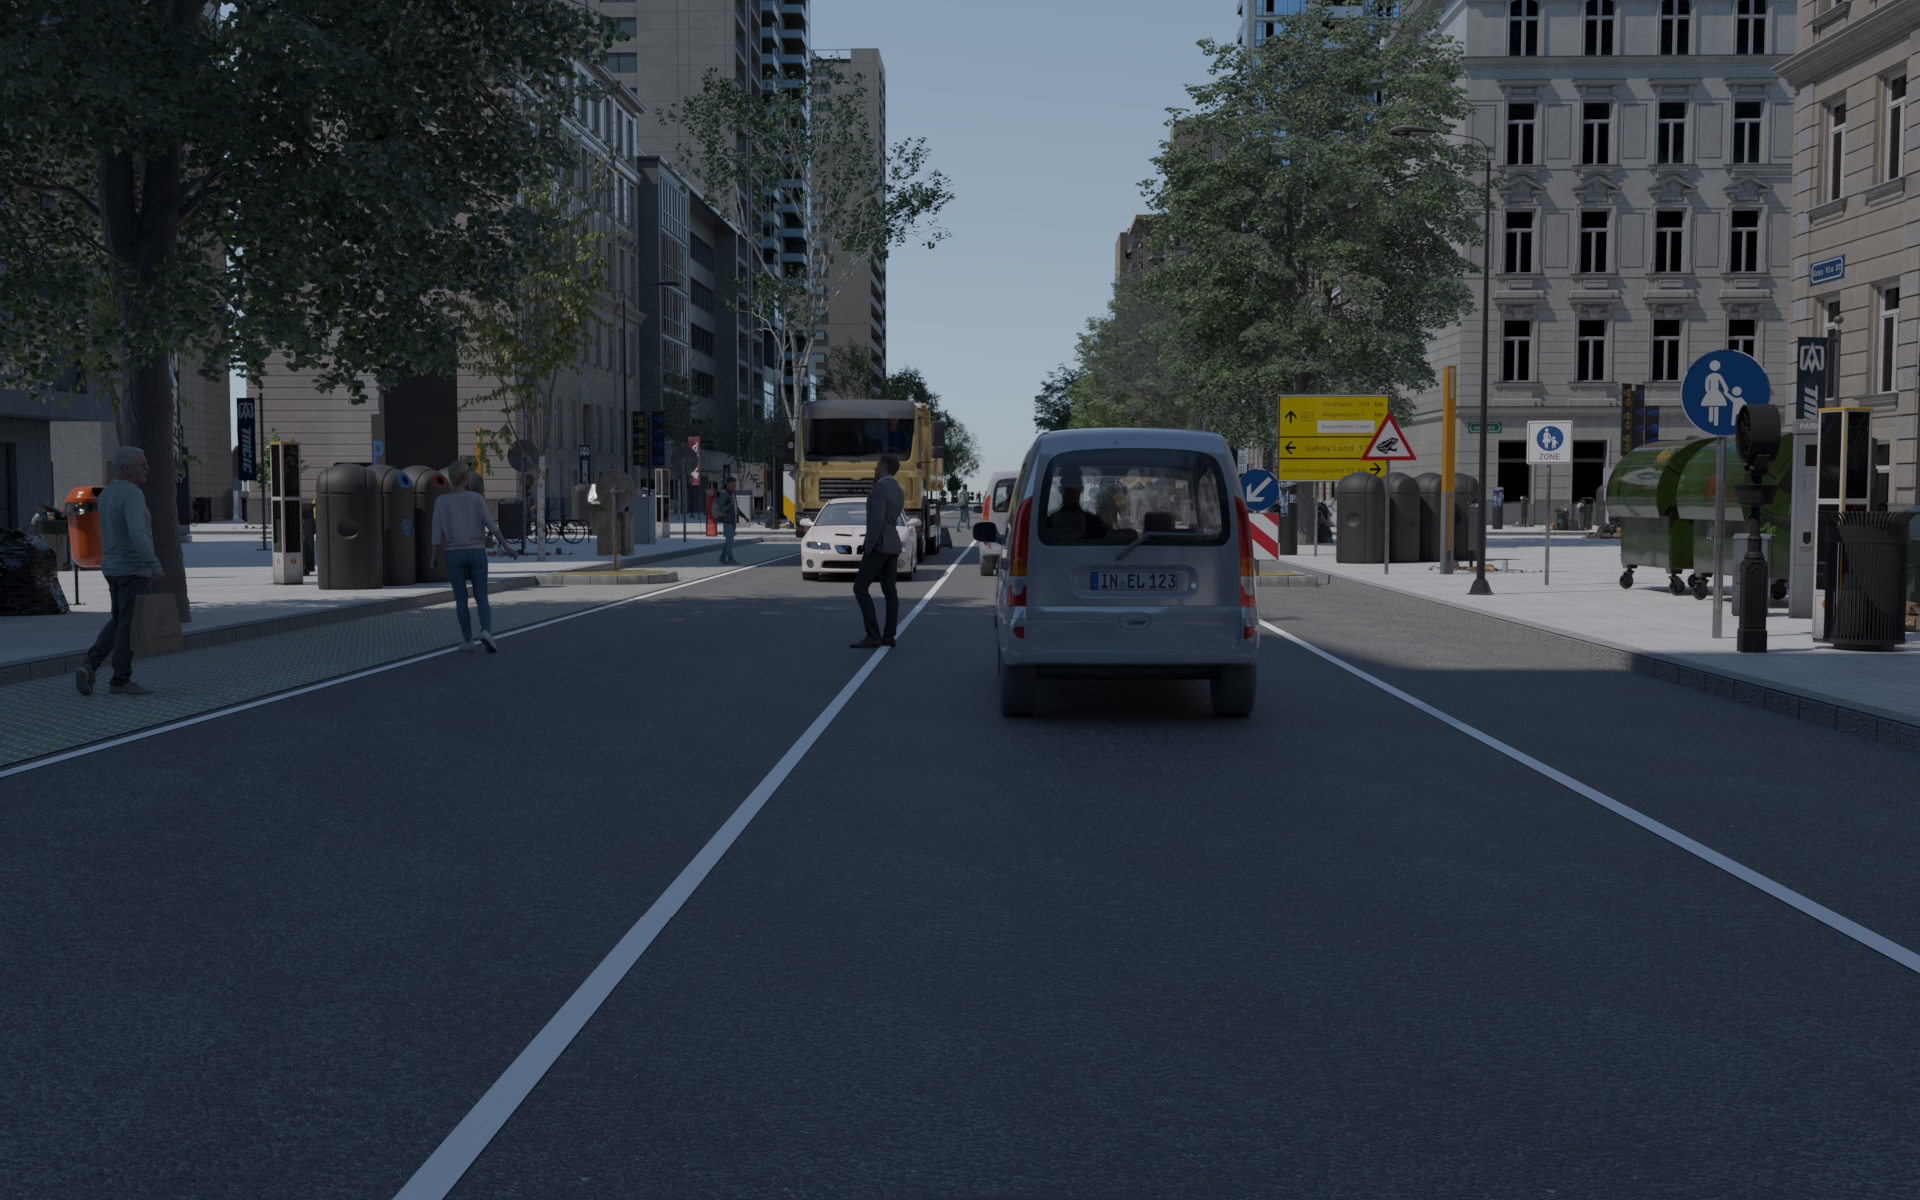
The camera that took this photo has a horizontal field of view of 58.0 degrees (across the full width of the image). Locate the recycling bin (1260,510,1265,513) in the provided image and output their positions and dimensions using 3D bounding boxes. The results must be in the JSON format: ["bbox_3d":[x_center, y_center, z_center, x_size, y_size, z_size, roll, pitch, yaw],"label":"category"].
[{"bbox_3d":[14.270,-4.145,80.325,0.722,1.027,0.722,2,4,26],"label":"recycling bin"}]

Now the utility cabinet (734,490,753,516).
[{"bbox_3d":[-11.172,-4.869,88.288,1.173,1.500,0.318,-1,4,-14],"label":"utility cabinet"}]

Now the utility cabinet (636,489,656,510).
[{"bbox_3d":[-14.764,-4.493,82.132,1.173,1.500,0.318,-1,4,-10],"label":"utility cabinet"}]

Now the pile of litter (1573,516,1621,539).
[{"bbox_3d":[18.780,-2.188,49.744,1.176,0.858,1.719,-2,4,-33],"label":"pile of litter"}]

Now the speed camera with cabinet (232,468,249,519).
[{"bbox_3d":[-37.846,-5.906,90.905,0.660,3.252,2.038,-3,4,-36],"label":"speed camera with cabinet"}]

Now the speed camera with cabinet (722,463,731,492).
[{"bbox_3d":[-14.374,-7.055,109.686,0.660,3.252,2.038,1,4,21],"label":"speed camera with cabinet"}]

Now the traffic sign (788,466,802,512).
[{"bbox_3d":[-4.839,-3.001,52.714,0.795,2.450,0.064,0,4,2],"label":"traffic sign"}]

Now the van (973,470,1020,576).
[{"bbox_3d":[1.218,-1.507,31.648,2.013,2.044,4.112,0,4,2],"label":"van"}]

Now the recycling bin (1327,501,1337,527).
[{"bbox_3d":[14.752,-3.351,67.346,0.722,1.027,0.722,-2,4,-26],"label":"recycling bin"}]

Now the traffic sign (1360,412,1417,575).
[{"bbox_3d":[6.797,-1.684,27.539,0.884,2.594,0.081,0,4,3],"label":"traffic sign"}]

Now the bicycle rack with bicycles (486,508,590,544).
[{"bbox_3d":[-10.917,-1.948,45.240,2.925,0.926,2.852,2,4,27],"label":"bicycle rack with bicycles"}]

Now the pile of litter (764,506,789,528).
[{"bbox_3d":[-6.864,-3.139,65.285,1.176,0.858,1.719,1,4,9],"label":"pile of litter"}]

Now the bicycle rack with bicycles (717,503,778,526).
[{"bbox_3d":[-8.807,-3.487,70.395,2.925,0.926,2.852,-2,4,-29],"label":"bicycle rack with bicycles"}]

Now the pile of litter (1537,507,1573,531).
[{"bbox_3d":[21.116,-2.856,60.657,1.176,0.858,1.719,-3,5,-44],"label":"pile of litter"}]

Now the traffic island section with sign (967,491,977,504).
[{"bbox_3d":[2.009,-15.999,270.216,1.989,1.847,2.006,0,4,2],"label":"traffic island section with sign"}]

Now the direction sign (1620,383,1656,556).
[{"bbox_3d":[13.827,-2.671,35.661,0.876,3.537,0.379,-3,5,-40],"label":"direction sign"}]

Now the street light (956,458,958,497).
[{"bbox_3d":[-1.010,-15.174,220.632,1.470,5.913,1.316,0,4,2],"label":"street light"}]

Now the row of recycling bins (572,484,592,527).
[{"bbox_3d":[-15.122,-3.828,69.702,1.069,1.692,3.534,-1,4,-13],"label":"row of recycling bins"}]

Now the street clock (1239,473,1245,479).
[{"bbox_3d":[9.844,-3.388,59.972,0.358,2.002,0.471,-2,4,-35],"label":"street clock"}]

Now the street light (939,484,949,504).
[{"bbox_3d":[-1.795,-13.722,196.902,1.470,5.913,1.316,0,4,2],"label":"street light"}]

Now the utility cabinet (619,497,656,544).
[{"bbox_3d":[-8.303,-2.043,44.561,1.020,1.237,0.306,2,4,30],"label":"utility cabinet"}]

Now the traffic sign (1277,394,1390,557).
[{"bbox_3d":[7.605,-2.537,35.347,2.265,3.308,0.079,0,4,4],"label":"traffic sign"}]

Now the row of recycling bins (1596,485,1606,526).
[{"bbox_3d":[26.245,-3.716,67.868,1.069,1.692,3.534,-1,4,-19],"label":"row of recycling bins"}]

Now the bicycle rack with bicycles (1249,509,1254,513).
[{"bbox_3d":[17.007,-4.753,91.097,2.852,0.926,2.925,-2,4,-32],"label":"bicycle rack with bicycles"}]

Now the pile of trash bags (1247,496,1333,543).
[{"bbox_3d":[9.601,-2.212,45.923,3.447,1.369,1.912,2,4,26],"label":"pile of trash bags"}]

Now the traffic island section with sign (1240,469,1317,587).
[{"bbox_3d":[4.567,-1.170,27.757,1.989,1.847,2.006,0,4,2],"label":"traffic island section with sign"}]

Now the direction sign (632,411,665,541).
[{"bbox_3d":[-8.494,-3.384,47.326,0.876,3.537,0.379,0,4,3],"label":"direction sign"}]

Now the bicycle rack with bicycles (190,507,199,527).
[{"bbox_3d":[-31.761,-3.351,68.172,2.925,0.926,2.852,3,5,40],"label":"bicycle rack with bicycles"}]

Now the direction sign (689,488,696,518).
[{"bbox_3d":[-14.619,-6.268,94.471,0.876,3.537,0.379,2,4,29],"label":"direction sign"}]

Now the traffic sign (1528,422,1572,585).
[{"bbox_3d":[8.255,-1.356,24.304,0.606,2.300,0.079,1,4,11],"label":"traffic sign"}]

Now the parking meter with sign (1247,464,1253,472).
[{"bbox_3d":[17.265,-6.272,98.804,1.738,3.016,0.543,3,4,36],"label":"parking meter with sign"}]

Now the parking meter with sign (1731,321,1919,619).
[{"bbox_3d":[8.933,-1.319,17.828,1.738,3.016,0.543,2,4,27],"label":"parking meter with sign"}]

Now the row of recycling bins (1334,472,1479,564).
[{"bbox_3d":[8.561,-1.572,32.809,3.534,1.692,1.069,-2,4,-35],"label":"row of recycling bins"}]

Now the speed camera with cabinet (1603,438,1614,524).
[{"bbox_3d":[22.883,-4.040,60.383,0.660,3.252,2.038,1,4,13],"label":"speed camera with cabinet"}]

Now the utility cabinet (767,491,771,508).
[{"bbox_3d":[-14.400,-7.594,132.846,0.318,1.500,1.173,2,4,25],"label":"utility cabinet"}]

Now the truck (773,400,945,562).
[{"bbox_3d":[-1.890,-2.604,38.503,3.469,3.379,9.791,0,4,2],"label":"truck"}]

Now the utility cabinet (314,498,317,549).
[{"bbox_3d":[-14.561,-1.794,40.486,0.306,1.237,1.020,2,4,32],"label":"utility cabinet"}]

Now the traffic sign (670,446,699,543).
[{"bbox_3d":[-7.290,-2.795,45.800,0.768,2.556,0.104,1,4,9],"label":"traffic sign"}]

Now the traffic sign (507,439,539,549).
[{"bbox_3d":[-10.158,-2.457,40.284,0.768,2.556,0.104,0,4,6],"label":"traffic sign"}]

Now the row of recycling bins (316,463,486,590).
[{"bbox_3d":[-7.967,-1.079,24.748,1.069,1.692,3.534,1,4,15],"label":"row of recycling bins"}]

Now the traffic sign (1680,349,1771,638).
[{"bbox_3d":[6.738,-0.932,15.340,0.768,2.556,0.104,0,4,6],"label":"traffic sign"}]

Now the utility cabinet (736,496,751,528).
[{"bbox_3d":[-8.507,-3.351,65.945,1.020,1.237,0.306,0,4,1],"label":"utility cabinet"}]

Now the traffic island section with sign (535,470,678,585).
[{"bbox_3d":[-5.650,-1.188,28.047,1.989,1.847,2.006,0,4,2],"label":"traffic island section with sign"}]

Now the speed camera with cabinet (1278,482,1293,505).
[{"bbox_3d":[15.215,-5.354,81.877,2.038,3.252,0.660,-1,4,-12],"label":"speed camera with cabinet"}]

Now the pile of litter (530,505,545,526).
[{"bbox_3d":[-17.595,-3.473,70.753,1.176,0.858,1.719,2,4,30],"label":"pile of litter"}]

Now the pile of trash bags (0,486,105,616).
[{"bbox_3d":[-10.422,-0.541,18.591,1.912,1.369,3.447,1,4,18],"label":"pile of trash bags"}]

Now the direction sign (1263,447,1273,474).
[{"bbox_3d":[14.982,-5.647,84.320,0.379,3.537,0.876,3,5,40],"label":"direction sign"}]

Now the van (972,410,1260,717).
[{"bbox_3d":[1.091,-0.337,12.527,2.013,2.044,4.112,0,4,1],"label":"van"}]

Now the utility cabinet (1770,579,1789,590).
[{"bbox_3d":[11.101,-0.763,23.645,0.306,1.237,1.020,-2,4,-23],"label":"utility cabinet"}]

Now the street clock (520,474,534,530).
[{"bbox_3d":[-15.435,-3.498,61.758,0.358,2.002,0.471,2,4,30],"label":"street clock"}]

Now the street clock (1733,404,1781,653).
[{"bbox_3d":[6.429,-0.577,14.003,0.358,2.002,0.471,1,4,10],"label":"street clock"}]

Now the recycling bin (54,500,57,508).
[{"bbox_3d":[-61.120,-6.336,116.151,0.722,1.027,0.722,-1,4,-11],"label":"recycling bin"}]

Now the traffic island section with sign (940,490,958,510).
[{"bbox_3d":[-1.458,-9.296,160.624,1.989,1.847,2.006,0,4,2],"label":"traffic island section with sign"}]

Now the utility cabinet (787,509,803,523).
[{"bbox_3d":[-7.192,-4.046,77.314,1.020,1.237,0.306,-1,4,-13],"label":"utility cabinet"}]

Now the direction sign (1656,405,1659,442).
[{"bbox_3d":[17.394,-3.199,44.307,0.876,3.537,0.379,0,4,4],"label":"direction sign"}]
